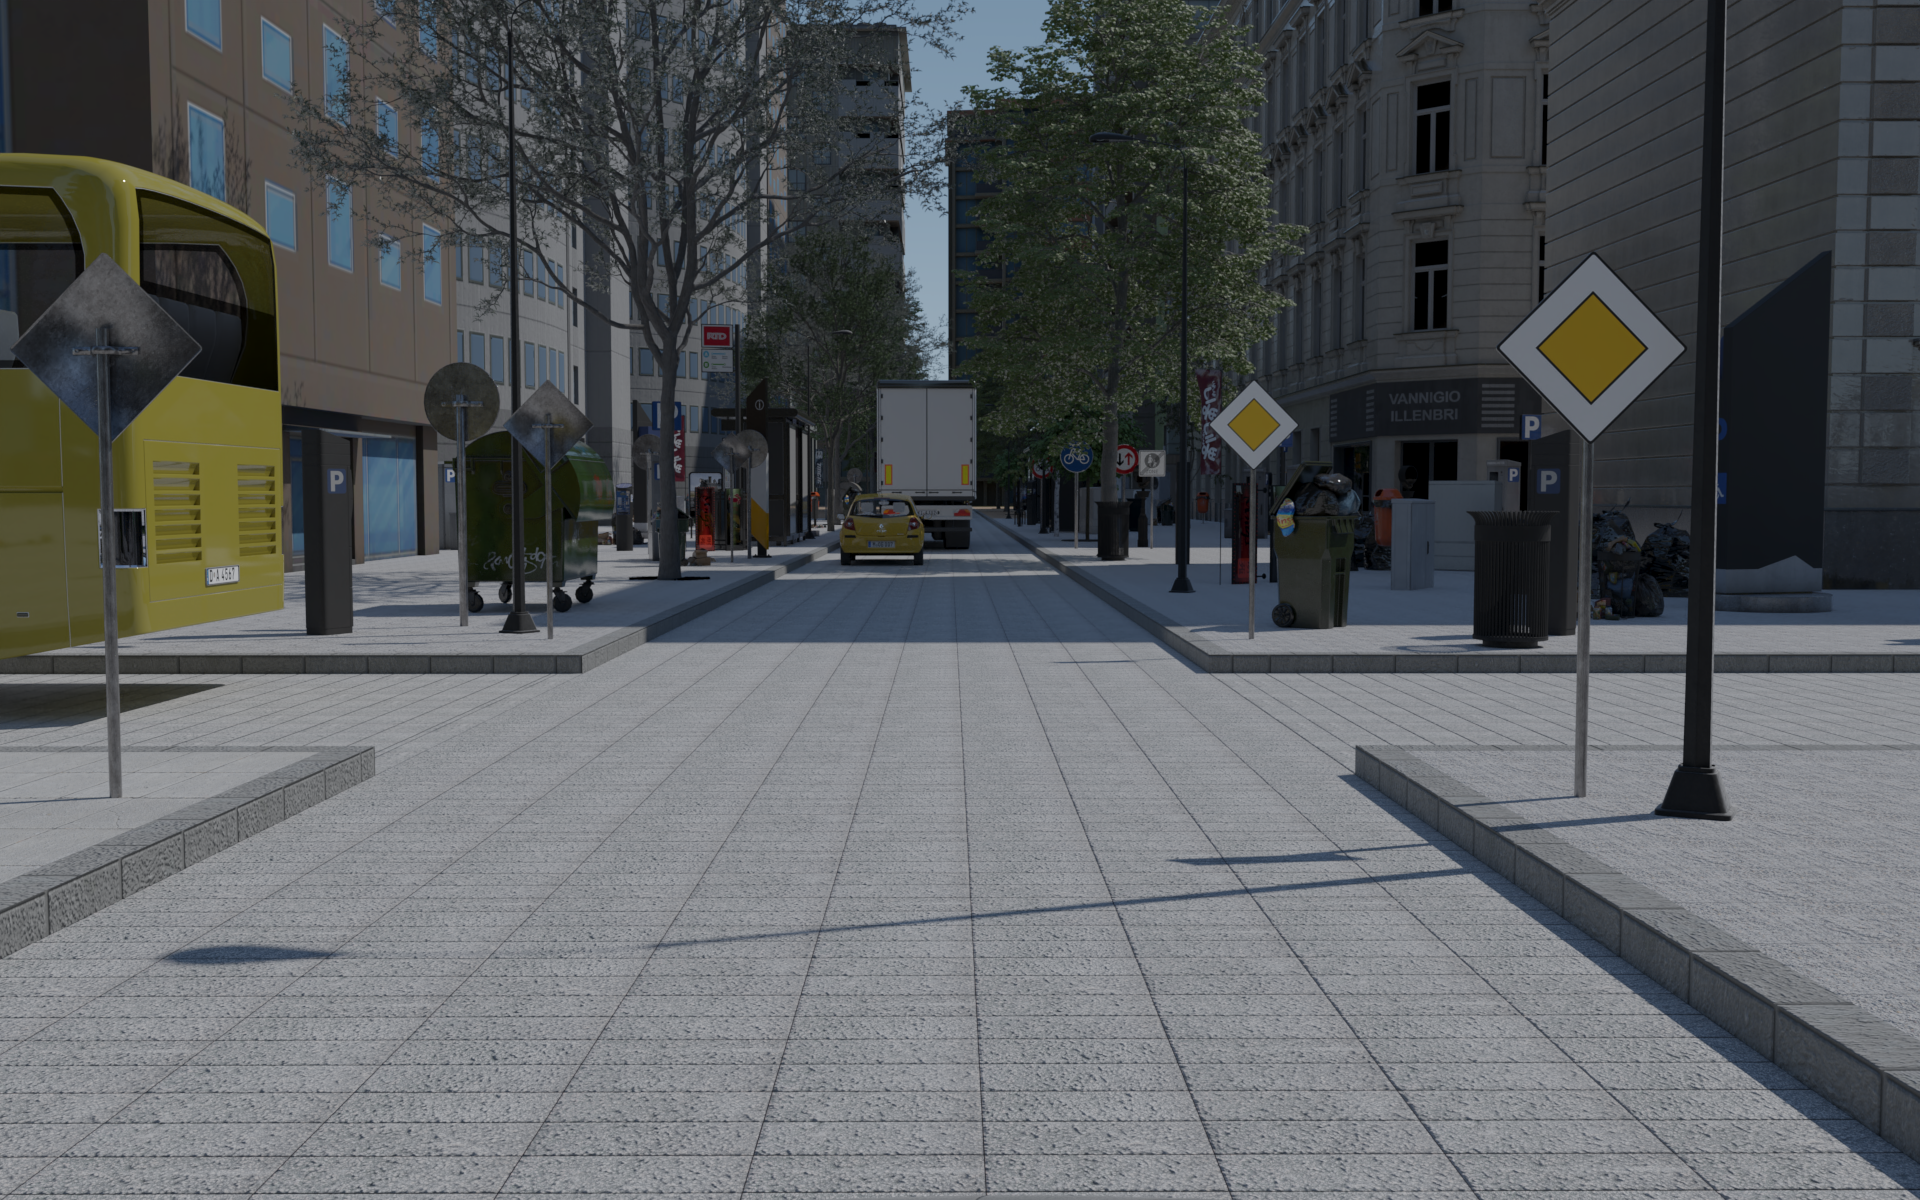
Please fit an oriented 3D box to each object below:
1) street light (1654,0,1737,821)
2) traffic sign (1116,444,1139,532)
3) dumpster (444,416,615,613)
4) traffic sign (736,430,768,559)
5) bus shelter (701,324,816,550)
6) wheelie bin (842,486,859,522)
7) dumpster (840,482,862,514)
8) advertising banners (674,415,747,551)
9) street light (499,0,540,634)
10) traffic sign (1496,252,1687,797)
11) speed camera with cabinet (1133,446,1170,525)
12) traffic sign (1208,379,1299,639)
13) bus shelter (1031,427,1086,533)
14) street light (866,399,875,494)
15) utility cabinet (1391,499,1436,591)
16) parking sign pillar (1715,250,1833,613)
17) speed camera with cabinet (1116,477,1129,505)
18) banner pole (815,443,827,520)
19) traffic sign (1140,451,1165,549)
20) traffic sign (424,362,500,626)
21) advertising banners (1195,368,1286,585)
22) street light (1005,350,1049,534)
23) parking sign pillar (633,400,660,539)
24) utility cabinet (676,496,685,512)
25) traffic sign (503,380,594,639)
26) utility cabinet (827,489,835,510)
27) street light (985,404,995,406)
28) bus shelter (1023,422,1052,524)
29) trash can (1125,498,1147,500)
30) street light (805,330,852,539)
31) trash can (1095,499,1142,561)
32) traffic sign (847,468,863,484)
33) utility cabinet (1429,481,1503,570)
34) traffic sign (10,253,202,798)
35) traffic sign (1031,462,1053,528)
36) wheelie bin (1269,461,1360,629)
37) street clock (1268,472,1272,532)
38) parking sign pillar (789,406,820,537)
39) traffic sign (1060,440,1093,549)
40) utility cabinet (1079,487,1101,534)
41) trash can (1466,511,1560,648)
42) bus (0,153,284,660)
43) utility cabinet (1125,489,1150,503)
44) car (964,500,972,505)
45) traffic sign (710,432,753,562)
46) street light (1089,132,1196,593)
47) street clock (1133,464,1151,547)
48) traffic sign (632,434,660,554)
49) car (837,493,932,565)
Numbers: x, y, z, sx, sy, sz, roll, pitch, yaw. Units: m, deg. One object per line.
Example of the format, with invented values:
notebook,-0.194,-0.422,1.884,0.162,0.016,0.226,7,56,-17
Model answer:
street light,2.419,-2.095,6.790,1.470,5.913,1.316,0,4,0
traffic sign,4.196,-2.704,44.318,0.768,2.556,0.104,0,4,3
dumpster,-4.812,-1.037,19.452,1.502,2.255,1.985,0,4,0
traffic sign,-4.178,-2.091,34.296,0.768,2.556,0.104,1,4,9
bus shelter,-5.038,-4.035,43.608,2.179,5.291,8.768,0,4,-1
wheelie bin,-4.264,-3.663,67.795,0.693,1.594,0.980,0,4,1
dumpster,-5.236,-4.596,80.908,1.264,1.857,1.865,0,4,0
advertising banners,-5.665,-2.594,38.604,2.074,3.025,0.090,-3,4,-38
street light,-3.540,-2.650,15.863,1.470,5.913,1.316,0,4,0
traffic sign,2.627,-0.223,7.281,0.795,2.450,0.064,0,4,0
speed camera with cabinet,7.908,-4.721,71.523,0.660,3.252,2.038,-2,4,-25
traffic sign,2.576,-0.711,15.266,0.795,2.450,0.064,0,4,0
bus shelter,3.453,-4.228,60.411,1.731,3.624,6.357,0,4,0
street light,-3.899,-6.736,82.675,1.470,5.913,1.316,0,4,0
utility cabinet,6.146,-0.752,23.459,0.306,1.237,1.020,2,4,32
parking sign pillar,8.946,-1.882,19.243,1.447,3.967,1.447,-1,4,-17
speed camera with cabinet,8.837,-5.860,90.154,2.038,3.252,0.660,-3,5,-44
banner pole,-6.715,-5.764,84.264,0.863,3.779,0.401,2,4,30
traffic sign,4.478,-2.343,40.430,0.606,2.300,0.079,0,4,3
traffic sign,-4.815,-1.017,16.737,0.768,2.556,0.104,0,4,7
advertising banners,4.082,-1.740,24.641,2.074,3.025,0.090,-3,4,-36
street light,2.164,-5.094,55.832,1.470,5.913,1.316,0,4,0
parking sign pillar,-8.973,-3.773,50.167,1.447,3.967,1.447,1,4,17
utility cabinet,-9.337,-2.744,56.019,1.020,1.237,0.306,3,5,42
traffic sign,-3.618,-0.710,15.247,0.795,2.450,0.064,0,4,0
utility cabinet,-5.491,-3.993,73.962,0.318,1.500,1.173,0,4,-2
street light,1.982,-7.152,89.477,1.470,5.913,1.316,0,4,0
bus shelter,4.026,-6.181,78.697,2.179,5.291,8.768,0,4,0
trash can,6.020,-2.908,59.202,0.748,1.137,0.748,0,3,0
street light,-3.758,-4.693,49.269,1.470,5.913,1.316,0,4,0
trash can,2.959,-1.332,33.433,0.748,1.137,0.748,0,3,0
traffic sign,-5.132,-5.160,84.469,0.768,2.556,0.104,0,4,1
utility cabinet,8.419,-1.235,28.873,1.173,1.500,0.318,3,5,42
traffic sign,-3.567,-0.221,7.262,0.795,2.450,0.064,0,4,0
traffic sign,2.696,-3.476,56.935,0.768,2.556,0.104,0,4,2
wheelie bin,3.442,-0.539,16.716,0.693,1.594,0.980,3,4,38
street clock,10.244,-3.246,57.635,0.358,2.002,0.471,0,4,2
parking sign pillar,-4.985,-3.911,52.416,1.447,3.967,1.447,-2,4,-26
traffic sign,2.734,-2.480,40.659,0.768,2.556,0.104,0,4,4
utility cabinet,4.178,-2.874,55.671,0.318,1.500,1.173,-1,4,-17
trash can,4.640,-0.179,14.575,0.748,1.137,0.748,0,3,0
bus,-11.209,-1.239,11.811,12.252,3.916,2.896,0,4,-1
utility cabinet,8.050,-4.290,78.826,1.173,1.500,0.318,0,4,-5
car,-0.243,-5.847,105.827,2.015,1.641,3.980,0,4,-1
traffic sign,-4.273,-1.910,32.422,0.795,2.450,0.064,0,4,1
street light,2.359,-3.051,22.427,1.470,5.913,1.316,0,4,0
street clock,4.415,-2.275,41.765,0.358,2.002,0.471,-3,5,-45
traffic sign,-6.605,-2.245,36.805,0.768,2.556,0.104,0,4,6
car,-1.599,-1.592,36.247,2.015,1.641,3.980,0,4,-1
